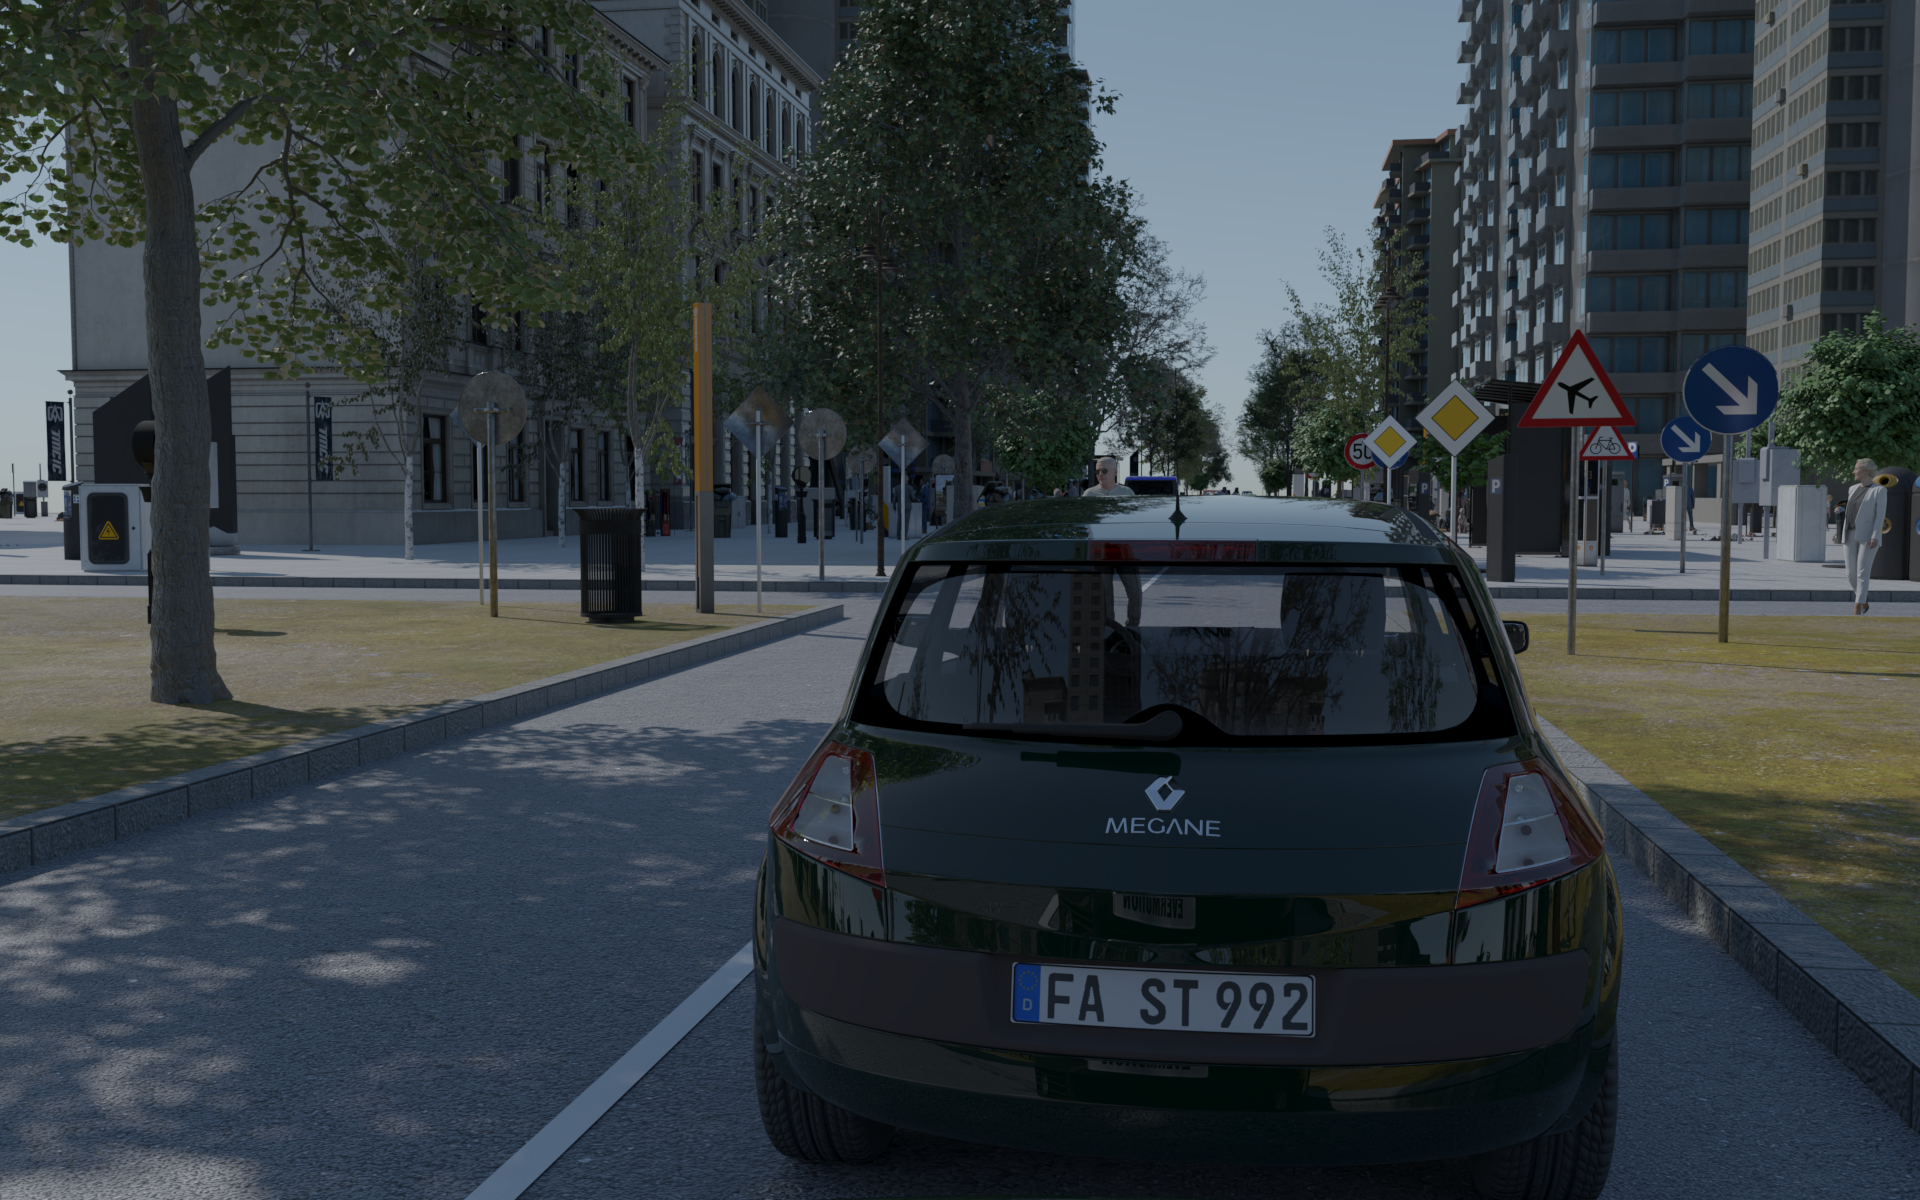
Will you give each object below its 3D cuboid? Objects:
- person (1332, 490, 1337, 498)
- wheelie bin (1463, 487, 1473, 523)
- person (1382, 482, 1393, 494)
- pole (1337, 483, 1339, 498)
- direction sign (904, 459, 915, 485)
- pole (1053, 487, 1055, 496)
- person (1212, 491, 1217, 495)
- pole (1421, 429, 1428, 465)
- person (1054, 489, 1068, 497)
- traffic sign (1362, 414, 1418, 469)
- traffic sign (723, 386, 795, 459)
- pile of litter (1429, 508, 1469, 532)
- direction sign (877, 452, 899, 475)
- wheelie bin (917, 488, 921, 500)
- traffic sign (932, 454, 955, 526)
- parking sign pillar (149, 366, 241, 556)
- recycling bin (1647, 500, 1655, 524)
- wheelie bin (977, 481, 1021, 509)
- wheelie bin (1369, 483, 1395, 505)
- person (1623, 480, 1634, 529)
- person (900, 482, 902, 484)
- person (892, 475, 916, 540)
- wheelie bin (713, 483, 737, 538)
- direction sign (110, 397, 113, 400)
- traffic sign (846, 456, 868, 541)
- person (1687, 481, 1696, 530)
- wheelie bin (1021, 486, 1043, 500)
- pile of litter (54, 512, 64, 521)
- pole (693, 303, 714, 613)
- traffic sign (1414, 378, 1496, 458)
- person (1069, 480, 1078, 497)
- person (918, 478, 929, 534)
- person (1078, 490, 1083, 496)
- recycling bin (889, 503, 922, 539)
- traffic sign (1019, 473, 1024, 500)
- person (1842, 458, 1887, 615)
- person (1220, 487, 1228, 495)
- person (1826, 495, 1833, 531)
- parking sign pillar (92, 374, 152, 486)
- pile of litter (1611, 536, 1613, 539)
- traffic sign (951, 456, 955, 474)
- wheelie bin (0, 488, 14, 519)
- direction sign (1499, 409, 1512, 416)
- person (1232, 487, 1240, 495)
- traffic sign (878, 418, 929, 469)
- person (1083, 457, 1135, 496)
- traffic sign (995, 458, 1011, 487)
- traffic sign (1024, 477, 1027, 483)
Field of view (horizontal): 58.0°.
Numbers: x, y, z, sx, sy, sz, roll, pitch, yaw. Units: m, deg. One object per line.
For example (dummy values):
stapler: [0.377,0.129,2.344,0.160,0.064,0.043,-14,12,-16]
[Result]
person: [38.844,-10.399,178.536,1.348,1.823,0.705,1,4,12]
wheelie bin: [22.488,-4.156,75.866,0.980,1.594,0.693,1,4,11]
person: [14.855,-3.335,60.759,0.709,1.800,0.728,0,4,6]
pole: [21.277,-6.329,97.329,0.158,3.312,0.155,0,3,0]
direction sign: [-2.697,-6.059,91.064,0.876,3.537,0.379,-3,5,-41]
pole: [4.293,-5.123,77.598,0.158,3.312,0.155,0,3,0]
person: [21.574,-8.417,147.042,0.530,1.710,0.541,-2,4,-30]
pole: [13.562,-3.456,50.352,0.158,3.312,0.155,0,3,0]
person: [4.280,-4.079,73.094,0.532,1.782,0.716,-2,4,-26]
traffic sign: [6.309,-1.419,25.389,0.795,2.593,0.064,1,4,9]
traffic sign: [-2.185,-1.011,18.713,0.795,2.593,0.064,1,4,9]
pile of litter: [16.683,-2.709,58.261,1.719,0.858,1.176,0,4,7]
direction sign: [-2.892,-4.749,69.645,0.876,3.537,0.379,0,4,7]
wheelie bin: [-1.707,-4.958,88.977,0.980,1.594,0.693,-1,4,-10]
traffic sign: [-0.545,-3.393,55.581,0.768,2.556,0.104,1,4,18]
parking sign pillar: [-15.965,-2.934,36.438,1.447,3.967,1.447,-1,4,-10]
recycling bin: [30.203,-3.814,74.917,0.722,1.027,0.722,0,3,0]
wheelie bin: [0.890,-2.171,43.406,0.693,1.594,0.980,3,4,37]
wheelie bin: [11.755,-2.487,48.579,0.693,1.594,0.980,-2,4,-33]
person: [24.037,-3.444,62.710,0.694,1.780,0.624,-2,4,-25]
person: [-2.308,-3.773,68.307,0.480,1.755,0.524,-3,5,-39]
person: [-1.542,-2.577,48.354,0.661,1.801,0.590,1,4,12]
wheelie bin: [-7.006,-2.620,50.753,0.980,1.594,0.693,-1,4,-20]
direction sign: [-19.467,-2.953,40.275,0.876,3.537,0.379,2,4,35]
traffic sign: [-2.794,-2.733,46.806,0.606,2.300,0.079,1,4,12]
person: [26.089,-3.421,62.165,0.721,1.800,0.419,1,4,18]
wheelie bin: [2.608,-3.522,65.500,0.693,1.594,0.980,-2,4,-33]
pile of litter: [-41.926,-4.154,81.876,1.719,0.858,1.176,-2,4,-32]
pole: [-2.753,-1.514,18.603,0.158,3.312,0.155,0,3,0]
traffic sign: [5.010,-0.937,17.510,0.795,2.593,0.064,1,4,9]
person: [4.053,-3.401,61.927,0.850,1.792,0.678,-1,4,-22]
person: [-1.194,-3.060,56.259,0.419,1.800,0.721,-1,4,-18]
person: [5.756,-4.509,82.361,0.523,1.515,0.503,2,4,33]
recycling bin: [-1.579,-2.294,50.057,0.722,1.027,0.722,2,4,33]
traffic sign: [1.904,-3.198,52.394,0.768,2.556,0.104,1,4,16]
person: [10.450,-0.711,20.005,0.818,1.842,0.514,-3,5,-44]
person: [12.768,-4.612,84.168,0.793,1.790,0.793,-3,5,-45]
person: [29.867,-2.994,59.680,0.352,1.250,0.332,2,4,32]
parking sign pillar: [-18.577,-3.068,38.639,1.447,3.967,1.447,0,3,0]
pile of litter: [17.319,-2.052,47.512,1.176,0.858,1.719,2,4,35]
traffic sign: [-0.114,-3.527,57.768,0.768,2.556,0.104,1,4,10]
wheelie bin: [-50.050,-5.071,90.818,0.693,1.594,0.980,0,4,-5]
direction sign: [14.688,-3.300,45.952,0.876,3.537,0.379,0,4,-7]
person: [14.460,-5.036,91.110,0.793,1.790,0.793,3,5,40]
traffic sign: [-0.885,-1.492,26.592,0.795,2.593,0.064,1,4,9]
person: [1.289,-0.418,15.813,0.782,1.767,0.515,0,4,5]
traffic sign: [1.478,-3.358,55.017,0.768,2.556,0.104,1,4,12]
traffic sign: [3.196,-4.944,80.934,0.768,2.556,0.104,1,4,16]
